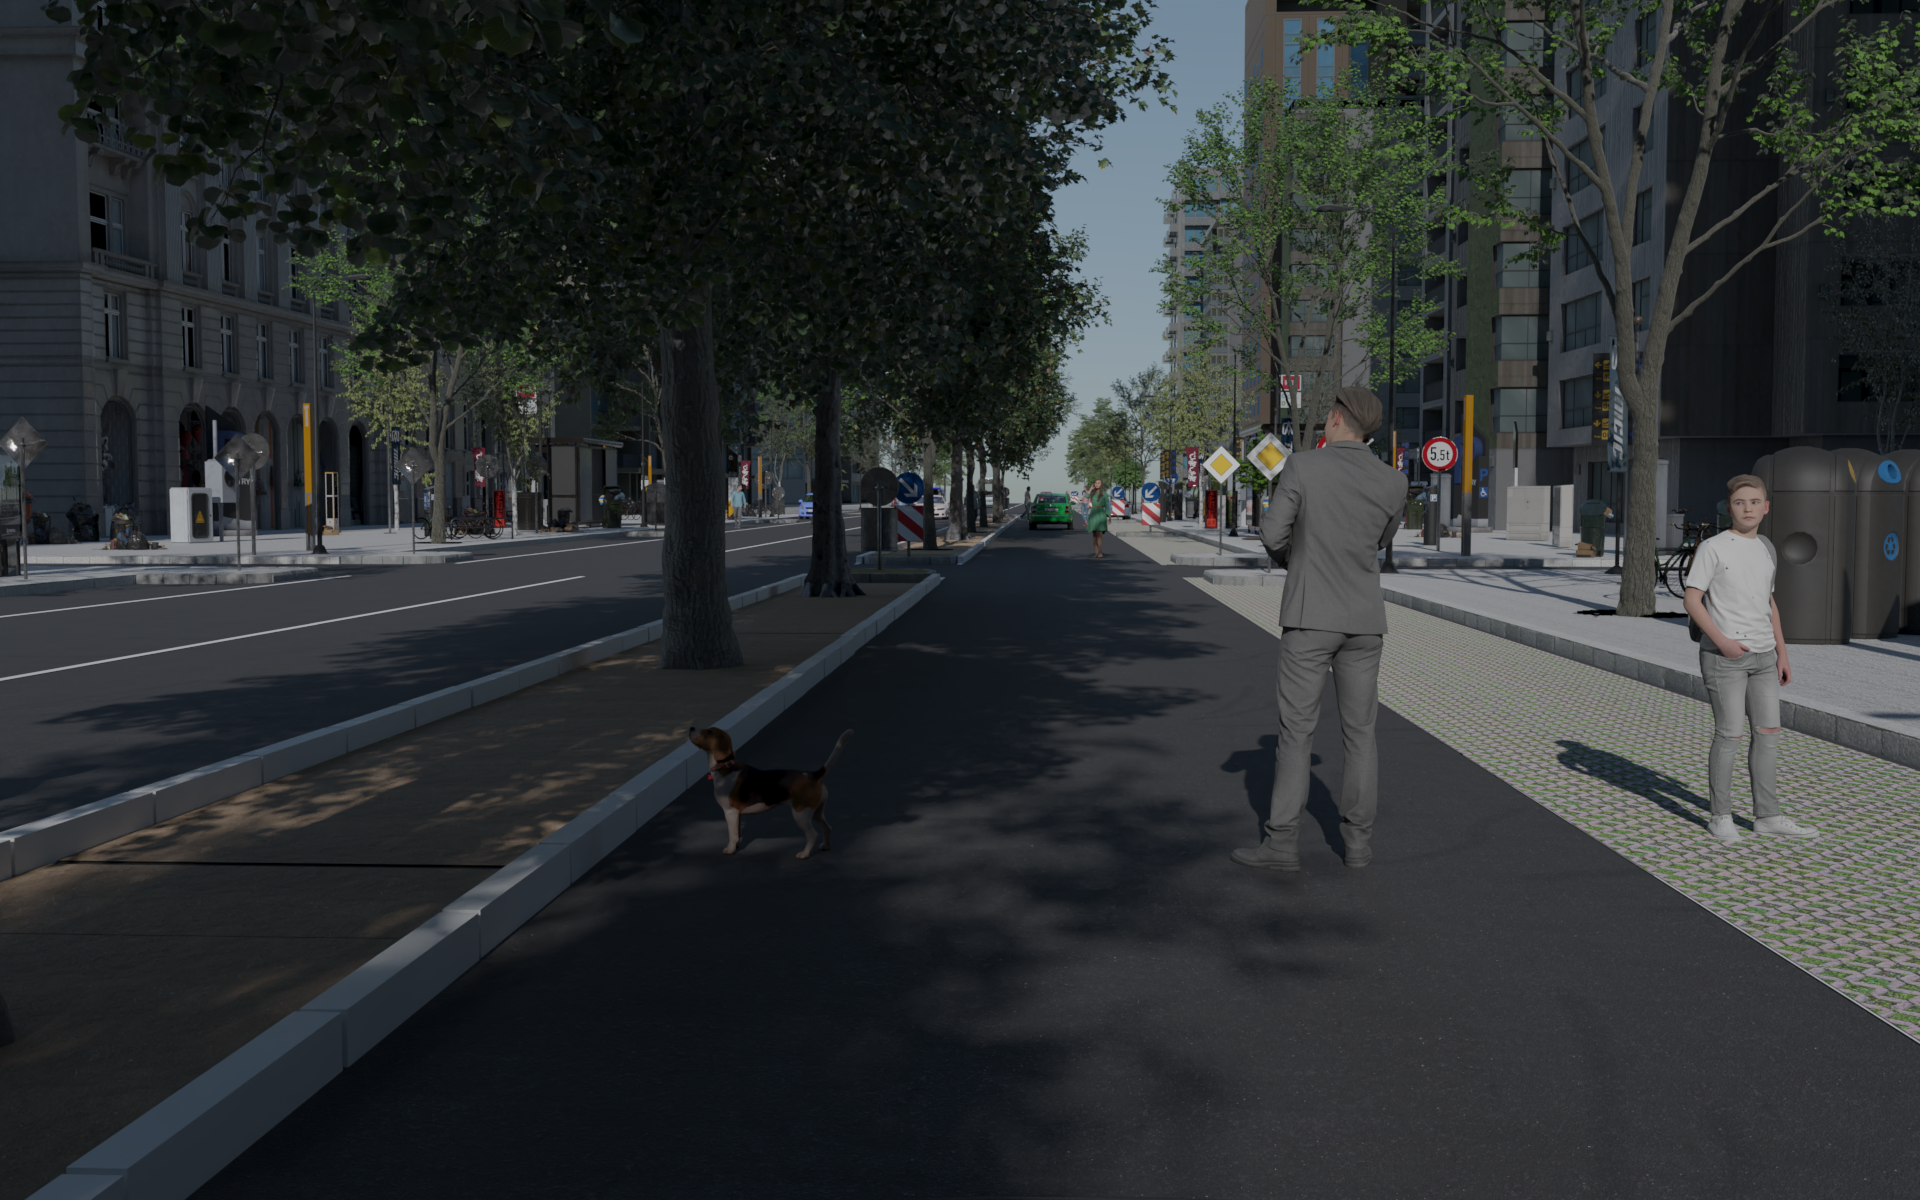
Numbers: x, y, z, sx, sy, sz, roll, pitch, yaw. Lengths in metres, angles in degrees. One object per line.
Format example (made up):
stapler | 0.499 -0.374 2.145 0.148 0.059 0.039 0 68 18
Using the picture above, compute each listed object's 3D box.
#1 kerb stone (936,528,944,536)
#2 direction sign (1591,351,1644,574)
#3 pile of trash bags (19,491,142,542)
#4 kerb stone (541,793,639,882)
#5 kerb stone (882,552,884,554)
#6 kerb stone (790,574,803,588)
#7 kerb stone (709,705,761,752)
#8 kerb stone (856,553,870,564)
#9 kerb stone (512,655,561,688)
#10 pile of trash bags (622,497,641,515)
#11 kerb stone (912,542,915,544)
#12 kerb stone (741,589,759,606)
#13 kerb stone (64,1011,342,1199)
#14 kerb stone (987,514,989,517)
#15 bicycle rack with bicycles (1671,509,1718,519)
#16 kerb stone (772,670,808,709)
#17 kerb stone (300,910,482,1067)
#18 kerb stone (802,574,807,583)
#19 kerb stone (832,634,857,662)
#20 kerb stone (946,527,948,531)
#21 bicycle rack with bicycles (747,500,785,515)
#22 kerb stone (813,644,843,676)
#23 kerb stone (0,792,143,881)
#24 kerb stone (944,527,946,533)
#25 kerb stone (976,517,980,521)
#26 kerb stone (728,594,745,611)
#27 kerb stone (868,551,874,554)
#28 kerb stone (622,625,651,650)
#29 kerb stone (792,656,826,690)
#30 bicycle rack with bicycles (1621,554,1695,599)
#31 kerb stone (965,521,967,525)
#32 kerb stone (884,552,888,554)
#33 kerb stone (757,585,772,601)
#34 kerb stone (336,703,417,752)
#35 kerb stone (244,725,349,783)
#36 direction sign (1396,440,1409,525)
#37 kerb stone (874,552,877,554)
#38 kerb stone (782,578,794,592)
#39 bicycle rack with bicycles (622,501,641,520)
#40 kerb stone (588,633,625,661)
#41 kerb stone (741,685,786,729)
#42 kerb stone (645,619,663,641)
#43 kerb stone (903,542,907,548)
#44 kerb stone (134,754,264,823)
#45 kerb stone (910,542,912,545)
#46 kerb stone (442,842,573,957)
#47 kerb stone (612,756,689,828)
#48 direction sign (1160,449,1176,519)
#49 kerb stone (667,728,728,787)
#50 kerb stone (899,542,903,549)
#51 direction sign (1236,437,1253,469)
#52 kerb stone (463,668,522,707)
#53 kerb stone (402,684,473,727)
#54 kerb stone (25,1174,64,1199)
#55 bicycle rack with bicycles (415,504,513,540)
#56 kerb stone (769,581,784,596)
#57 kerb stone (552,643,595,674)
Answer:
kerb stone | -0.737 -2.420 61.758 0.120 0.150 1.000 0 4 3
direction sign | 10.557 -2.185 27.727 0.876 3.537 0.379 2 4 32
pile of trash bags | -23.966 -2.281 47.047 3.447 1.369 1.912 -1 4 -12
kerb stone | -1.462 0.938 6.867 0.120 0.150 1.000 0 4 3
kerb stone | -1.891 -1.040 39.246 0.120 0.150 1.000 0 4 3
kerb stone | -2.560 -0.259 26.429 0.120 0.150 1.000 0 4 3
kerb stone | -1.299 0.750 9.934 0.120 0.150 1.000 0 4 3
kerb stone | -2.055 -0.855 36.182 0.120 0.150 1.000 0 4 3
kerb stone | -3.240 0.556 13.104 0.120 0.150 1.000 0 4 3
pile of trash bags | -20.201 -5.934 106.779 1.912 1.369 3.447 1 4 22
kerb stone | -1.423 -1.593 48.438 0.120 0.150 1.000 0 4 3
kerb stone | -2.771 -0.006 22.336 0.120 0.150 1.000 0 4 3
kerb stone | -1.620 1.127 3.804 0.120 0.150 1.000 0 4 3
kerb stone | 1.740 -5.358 109.878 0.120 0.150 1.000 0 4 3
bicycle rack with bicycles | 16.877 -1.648 40.322 2.852 0.926 2.925 -2 4 -32
kerb stone | -1.196 0.628 11.989 0.120 0.150 1.000 0 4 3
kerb stone | -1.564 1.065 4.825 0.120 0.150 1.000 0 4 3
kerb stone | -2.498 -0.319 27.449 0.120 0.150 1.000 0 4 3
kerb stone | -1.034 0.438 15.070 0.120 0.150 1.000 0 4 3
kerb stone | -0.631 -2.542 63.800 0.120 0.150 1.000 0 4 3
bicycle rack with bicycles | -12.262 -5.795 108.130 2.925 0.926 2.852 -2 4 -23
kerb stone | -1.090 0.498 14.049 0.120 0.150 1.000 0 4 3
kerb stone | -3.557 0.932 6.956 0.120 0.150 1.000 0 4 3
kerb stone | -0.687 -2.477 62.780 0.120 0.150 1.000 0 4 3
kerb stone | 1.113 -4.607 97.595 0.120 0.150 1.000 0 4 3
kerb stone | -2.831 0.057 21.309 0.120 0.150 1.000 0 4 3
kerb stone | -2.002 -0.918 37.205 0.120 0.150 1.000 0 4 3
kerb stone | -3.089 0.375 16.181 0.120 0.150 1.000 0 4 3
kerb stone | -1.148 0.561 13.020 0.120 0.150 1.000 0 4 3
bicycle rack with bicycles | 9.382 -0.458 20.863 2.925 0.926 2.852 0 4 -7
kerb stone | 0.427 -3.798 84.289 0.120 0.150 1.000 0 4 3
kerb stone | -1.839 -1.103 40.267 0.120 0.150 1.000 0 4 3
kerb stone | -2.708 -0.070 23.356 0.120 0.150 1.000 0 4 3
kerb stone | -3.404 0.747 10.039 0.120 0.150 1.000 0 4 3
kerb stone | -3.454 0.807 9.006 0.120 0.150 1.000 0 4 3
direction sign | 18.381 -4.929 72.590 0.876 3.537 0.379 -1 4 -10
kerb stone | -1.951 -0.980 38.225 0.120 0.150 1.000 0 4 3
kerb stone | -2.605 -0.192 25.406 0.120 0.150 1.000 0 4 3
bicycle rack with bicycles | -16.734 -4.375 84.906 2.925 0.926 2.852 3 5 41
kerb stone | -3.141 0.431 15.155 0.120 0.150 1.000 0 4 3
kerb stone | -1.251 0.687 10.961 0.120 0.150 1.000 0 4 3
kerb stone | -3.029 0.305 17.202 0.120 0.150 1.000 0 4 3
kerb stone | -1.521 -1.480 46.396 0.120 0.150 1.000 0 4 3
kerb stone | -3.504 0.870 7.977 0.120 0.150 1.000 0 4 3
kerb stone | -1.470 -1.541 47.417 0.120 0.150 1.000 0 4 3
kerb stone | -1.513 1.000 5.846 0.120 0.150 1.000 0 4 3
kerb stone | -1.413 0.875 7.892 0.120 0.150 1.000 0 4 3
direction sign | 10.677 -5.871 87.981 0.379 3.537 0.876 -2 4 -33
kerb stone | -1.358 0.815 8.913 0.120 0.150 1.000 0 4 3
kerb stone | -1.633 -1.355 44.353 0.120 0.150 1.000 0 4 3
direction sign | 11.299 -4.665 68.264 0.876 3.537 0.379 1 4 12
kerb stone | -3.287 0.620 12.081 0.120 0.150 1.000 0 4 3
kerb stone | -3.350 0.681 11.061 0.120 0.150 1.000 0 4 3
kerb stone | -1.662 1.190 2.774 0.120 0.150 1.000 0 4 3
bicycle rack with bicycles | -14.143 -2.202 49.388 2.925 0.926 2.852 -2 4 -34
kerb stone | -2.654 -0.134 24.383 0.120 0.150 1.000 0 4 3
kerb stone | -3.189 0.493 14.134 0.120 0.150 1.000 0 4 3
